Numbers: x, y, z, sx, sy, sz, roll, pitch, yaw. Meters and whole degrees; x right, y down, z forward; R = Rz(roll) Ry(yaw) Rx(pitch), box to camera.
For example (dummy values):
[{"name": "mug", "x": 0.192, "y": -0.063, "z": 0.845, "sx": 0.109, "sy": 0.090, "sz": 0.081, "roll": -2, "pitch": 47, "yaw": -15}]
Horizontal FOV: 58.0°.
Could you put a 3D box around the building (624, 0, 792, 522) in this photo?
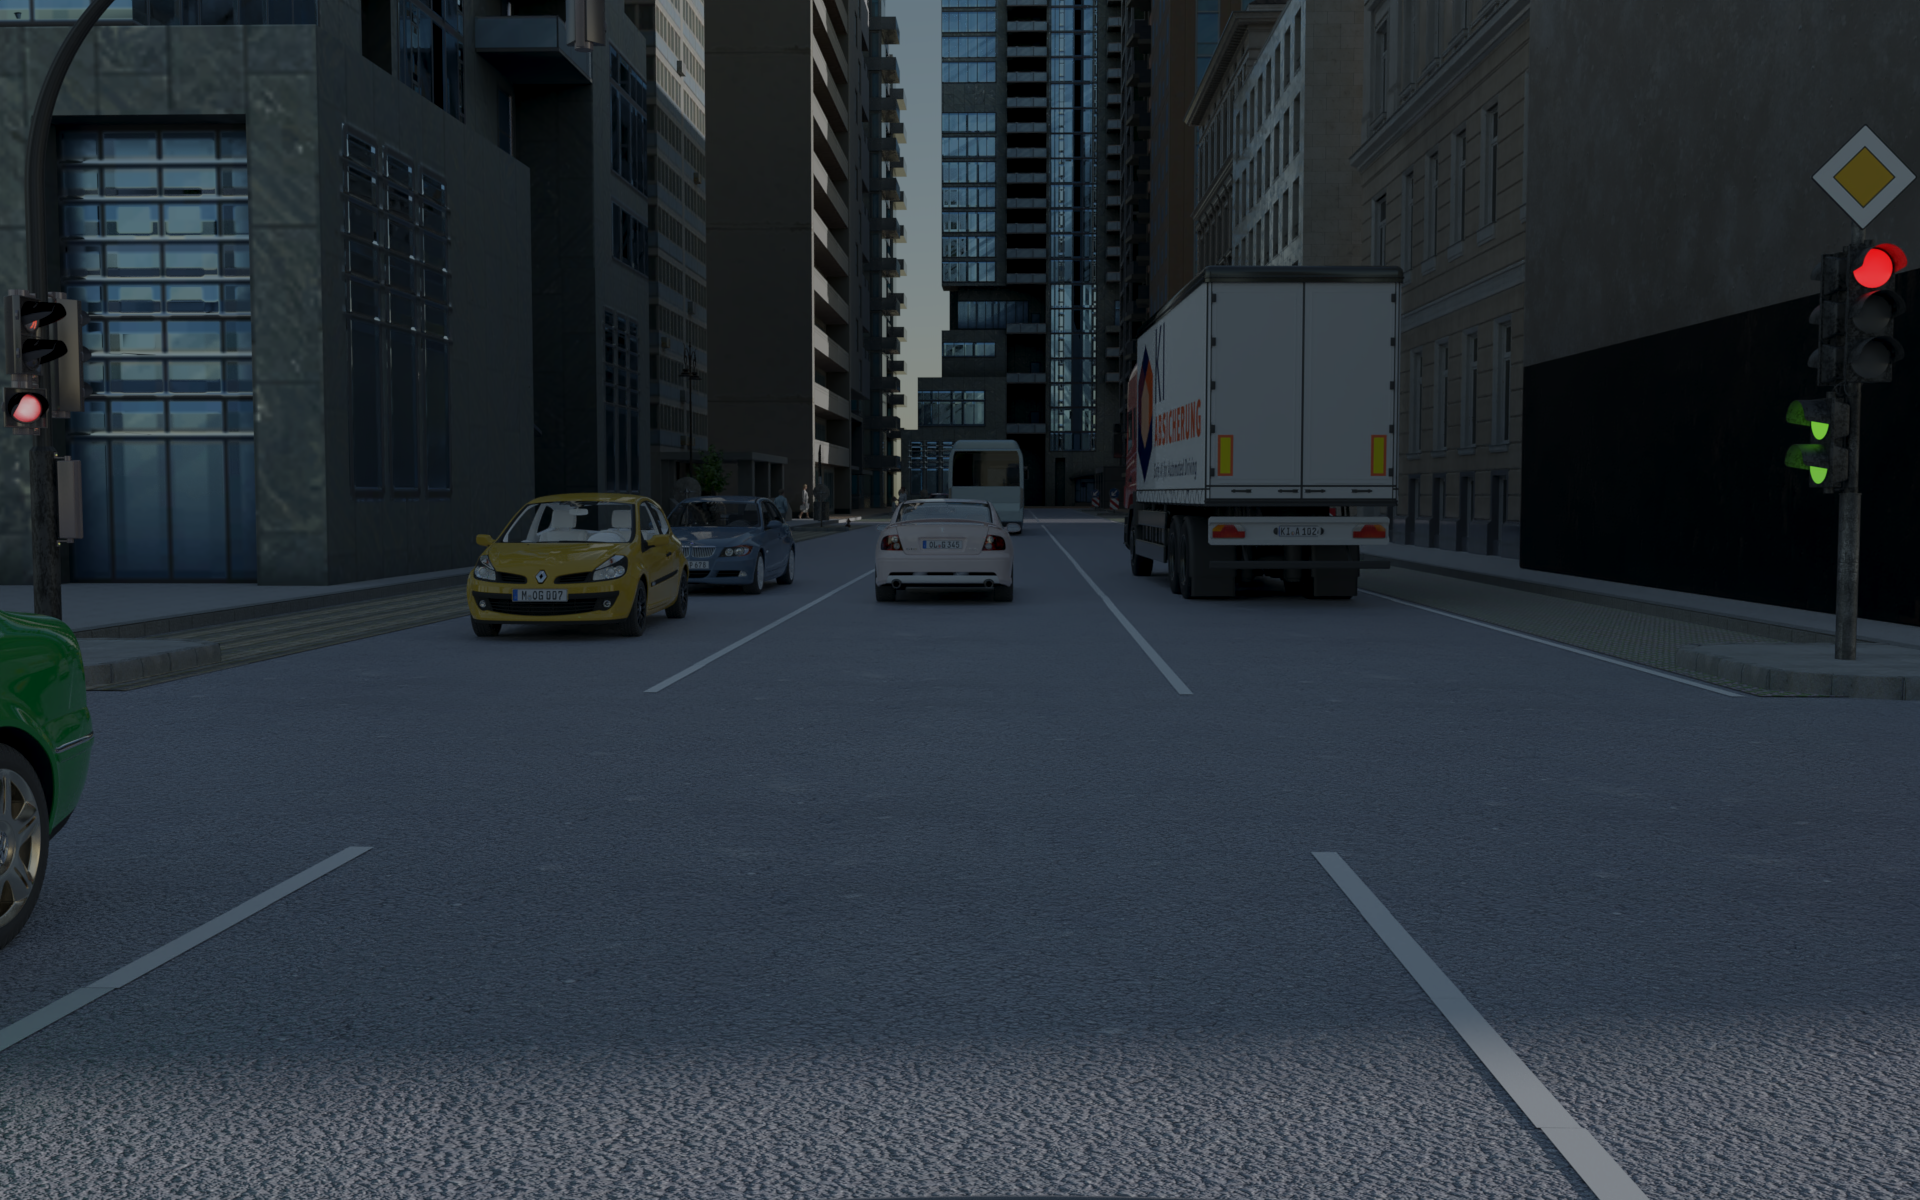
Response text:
[{"name": "building", "x": -24.399, "y": -23.469, "z": 75.606, "sx": 32.217, "sy": 40.220, "sz": 23.993, "roll": 0, "pitch": 4, "yaw": 2}]

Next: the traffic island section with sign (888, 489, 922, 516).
[{"name": "traffic island section with sign", "x": -3.759, "y": -6.549, "z": 115.700, "sx": 1.989, "sy": 1.847, "sz": 2.006, "roll": 0, "pitch": 4, "yaw": 2}]

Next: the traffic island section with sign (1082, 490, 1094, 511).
[{"name": "traffic island section with sign", "x": 11.039, "y": -8.210, "z": 142.857, "sx": 1.989, "sy": 1.847, "sz": 2.006, "roll": 0, "pitch": 4, "yaw": 2}]

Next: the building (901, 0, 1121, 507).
[{"name": "building", "x": 9.944, "y": -53.109, "z": 180.997, "sx": 31.000, "sy": 86.520, "sz": 22.319, "roll": 0, "pitch": 4, "yaw": 2}]

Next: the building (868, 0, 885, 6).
[{"name": "building", "x": -20.812, "y": -32.637, "z": 153.229, "sx": 30.456, "sy": 49.044, "sz": 23.786, "roll": 0, "pitch": 4, "yaw": 2}]

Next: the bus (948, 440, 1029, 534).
[{"name": "bus", "x": 1.131, "y": -4.323, "z": 65.533, "sx": 2.948, "sy": 3.499, "sz": 13.247, "roll": 0, "pitch": 4, "yaw": 2}]

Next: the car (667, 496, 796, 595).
[{"name": "car", "x": -3.605, "y": -0.873, "z": 26.275, "sx": 2.014, "sy": 1.417, "sz": 4.499, "roll": 0, "pitch": 4, "yaw": 4}]

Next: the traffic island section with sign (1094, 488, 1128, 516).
[{"name": "traffic island section with sign", "x": 10.178, "y": -6.562, "z": 115.916, "sx": 1.989, "sy": 1.847, "sz": 2.006, "roll": 0, "pitch": 4, "yaw": 2}]

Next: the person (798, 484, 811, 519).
[{"name": "person", "x": -8.012, "y": -5.056, "z": 89.068, "sx": 0.624, "sy": 1.780, "sz": 0.694, "roll": 0, "pitch": 4, "yaw": 5}]

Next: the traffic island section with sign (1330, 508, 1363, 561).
[{"name": "traffic island section with sign", "x": 7.693, "y": -1.799, "z": 38.041, "sx": 1.989, "sy": 1.847, "sz": 2.006, "roll": 0, "pitch": 4, "yaw": 2}]

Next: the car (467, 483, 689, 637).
[{"name": "car", "x": -4.028, "y": -0.513, "z": 18.617, "sx": 2.015, "sy": 1.641, "sz": 3.980, "roll": 0, "pitch": 4, "yaw": 0}]

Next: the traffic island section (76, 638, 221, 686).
[{"name": "traffic island section", "x": -7.335, "y": 0.512, "z": 13.913, "sx": 2.009, "sy": 0.180, "sz": 2.903, "roll": 0, "pitch": 4, "yaw": 2}]

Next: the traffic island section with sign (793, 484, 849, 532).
[{"name": "traffic island section with sign", "x": -5.321, "y": -3.555, "z": 66.753, "sx": 1.989, "sy": 1.847, "sz": 2.006, "roll": 0, "pitch": 4, "yaw": 2}]

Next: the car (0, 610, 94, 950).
[{"name": "car", "x": -3.866, "y": 0.293, "z": 4.004, "sx": 1.959, "sy": 1.807, "sz": 4.718, "roll": 0, "pitch": 3, "yaw": 0}]

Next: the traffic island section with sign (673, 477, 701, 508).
[{"name": "traffic island section with sign", "x": -6.198, "y": -1.864, "z": 39.104, "sx": 1.989, "sy": 1.847, "sz": 2.006, "roll": 0, "pitch": 4, "yaw": 2}]

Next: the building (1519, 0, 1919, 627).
[{"name": "building", "x": 17.740, "y": -9.375, "z": 20.729, "sx": 16.811, "sy": 18.784, "sz": 16.820, "roll": 0, "pitch": 4, "yaw": 2}]

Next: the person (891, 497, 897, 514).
[{"name": "person", "x": -3.053, "y": -4.184, "z": 81.183, "sx": 0.394, "sy": 1.301, "sz": 0.425, "roll": -1, "pitch": 4, "yaw": -22}]

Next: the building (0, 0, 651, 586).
[{"name": "building", "x": -19.484, "y": -44.324, "z": 37.365, "sx": 22.319, "sy": 86.520, "sz": 31.000, "roll": 0, "pitch": 4, "yaw": 2}]

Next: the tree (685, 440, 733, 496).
[{"name": "tree", "x": -8.635, "y": -4.068, "z": 61.120, "sx": 1.663, "sy": 3.219, "sz": 1.824, "roll": 0, "pitch": 3, "yaw": 0}]

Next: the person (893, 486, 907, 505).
[{"name": "person", "x": -2.460, "y": -3.834, "z": 71.750, "sx": 0.480, "sy": 1.755, "sz": 0.524, "roll": 3, "pitch": 5, "yaw": 45}]

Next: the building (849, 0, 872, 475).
[{"name": "building", "x": -20.784, "y": -32.722, "z": 124.238, "sx": 28.713, "sy": 52.752, "sz": 27.495, "roll": 0, "pitch": 4, "yaw": 2}]

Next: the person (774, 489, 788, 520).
[{"name": "person", "x": -5.964, "y": -2.903, "z": 57.774, "sx": 0.589, "sy": 1.601, "sz": 0.330, "roll": 3, "pitch": 4, "yaw": 36}]

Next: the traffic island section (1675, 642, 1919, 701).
[{"name": "traffic island section", "x": 6.899, "y": 0.540, "z": 13.455, "sx": 2.009, "sy": 0.180, "sz": 2.903, "roll": 0, "pitch": 4, "yaw": 2}]

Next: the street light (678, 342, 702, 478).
[{"name": "street light", "x": -8.192, "y": -4.888, "z": 52.710, "sx": 0.468, "sy": 5.910, "sz": 1.993, "roll": 0, "pitch": 4, "yaw": 2}]

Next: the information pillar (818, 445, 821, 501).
[{"name": "information pillar", "x": -6.651, "y": -5.554, "z": 82.163, "sx": 0.183, "sy": 3.616, "sz": 0.504, "roll": -1, "pitch": 4, "yaw": -13}]

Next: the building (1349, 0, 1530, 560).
[{"name": "building", "x": 17.347, "y": -15.515, "z": 39.578, "sx": 13.634, "sy": 28.700, "sz": 20.117, "roll": 0, "pitch": 4, "yaw": 2}]

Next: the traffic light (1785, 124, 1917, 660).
[{"name": "traffic light", "x": 6.860, "y": -1.494, "z": 13.343, "sx": 0.839, "sy": 4.253, "sz": 0.868, "roll": 0, "pitch": 4, "yaw": 2}]

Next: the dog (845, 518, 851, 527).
[{"name": "dog", "x": -4.847, "y": -3.286, "z": 73.923, "sx": 0.550, "sy": 0.427, "sz": 0.748, "roll": 3, "pitch": 5, "yaw": 41}]

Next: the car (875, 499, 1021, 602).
[{"name": "car", "x": -0.179, "y": -0.738, "z": 24.428, "sx": 2.083, "sy": 1.381, "sz": 4.827, "roll": 0, "pitch": 4, "yaw": 1}]

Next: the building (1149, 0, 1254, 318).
[{"name": "building", "x": 19.250, "y": -27.953, "z": 107.140, "sx": 14.600, "sy": 45.320, "sz": 14.200, "roll": 0, "pitch": 4, "yaw": 2}]

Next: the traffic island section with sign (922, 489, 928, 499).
[{"name": "traffic island section with sign", "x": -2.905, "y": -8.197, "z": 142.642, "sx": 1.989, "sy": 1.847, "sz": 2.006, "roll": 0, "pitch": 4, "yaw": 2}]

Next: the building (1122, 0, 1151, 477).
[{"name": "building", "x": 23.721, "y": -28.984, "z": 128.518, "sx": 22.147, "sy": 44.769, "sz": 28.867, "roll": 0, "pitch": 4, "yaw": 2}]

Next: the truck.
[{"name": "truck", "x": 4.191, "y": -2.322, "z": 26.885, "sx": 2.839, "sy": 4.237, "sz": 11.283, "roll": 0, "pitch": 4, "yaw": 0}]

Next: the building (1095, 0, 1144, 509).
[{"name": "building", "x": 22.782, "y": -43.682, "z": 152.447, "sx": 20.563, "sy": 71.187, "sz": 20.611, "roll": 0, "pitch": 4, "yaw": 2}]

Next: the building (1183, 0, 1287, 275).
[{"name": "building", "x": 16.469, "y": -15.224, "z": 77.788, "sx": 11.050, "sy": 23.489, "sz": 19.941, "roll": 0, "pitch": 4, "yaw": 2}]

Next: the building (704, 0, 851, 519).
[{"name": "building", "x": -17.949, "y": -29.100, "z": 99.486, "sx": 21.300, "sy": 48.544, "sz": 21.600, "roll": 0, "pitch": 4, "yaw": 2}]

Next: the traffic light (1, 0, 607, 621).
[{"name": "traffic light", "x": -5.201, "y": -2.390, "z": 13.746, "sx": 4.771, "sy": 5.953, "sz": 1.251, "roll": 0, "pitch": 4, "yaw": 2}]

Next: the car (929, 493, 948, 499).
[{"name": "car", "x": -1.383, "y": -6.771, "z": 119.738, "sx": 2.155, "sy": 1.783, "sz": 4.494, "roll": 0, "pitch": 4, "yaw": 3}]

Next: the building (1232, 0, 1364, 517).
[{"name": "building", "x": 15.539, "y": -12.496, "z": 59.063, "sx": 10.420, "sy": 20.320, "sz": 16.860, "roll": 0, "pitch": 4, "yaw": 2}]
